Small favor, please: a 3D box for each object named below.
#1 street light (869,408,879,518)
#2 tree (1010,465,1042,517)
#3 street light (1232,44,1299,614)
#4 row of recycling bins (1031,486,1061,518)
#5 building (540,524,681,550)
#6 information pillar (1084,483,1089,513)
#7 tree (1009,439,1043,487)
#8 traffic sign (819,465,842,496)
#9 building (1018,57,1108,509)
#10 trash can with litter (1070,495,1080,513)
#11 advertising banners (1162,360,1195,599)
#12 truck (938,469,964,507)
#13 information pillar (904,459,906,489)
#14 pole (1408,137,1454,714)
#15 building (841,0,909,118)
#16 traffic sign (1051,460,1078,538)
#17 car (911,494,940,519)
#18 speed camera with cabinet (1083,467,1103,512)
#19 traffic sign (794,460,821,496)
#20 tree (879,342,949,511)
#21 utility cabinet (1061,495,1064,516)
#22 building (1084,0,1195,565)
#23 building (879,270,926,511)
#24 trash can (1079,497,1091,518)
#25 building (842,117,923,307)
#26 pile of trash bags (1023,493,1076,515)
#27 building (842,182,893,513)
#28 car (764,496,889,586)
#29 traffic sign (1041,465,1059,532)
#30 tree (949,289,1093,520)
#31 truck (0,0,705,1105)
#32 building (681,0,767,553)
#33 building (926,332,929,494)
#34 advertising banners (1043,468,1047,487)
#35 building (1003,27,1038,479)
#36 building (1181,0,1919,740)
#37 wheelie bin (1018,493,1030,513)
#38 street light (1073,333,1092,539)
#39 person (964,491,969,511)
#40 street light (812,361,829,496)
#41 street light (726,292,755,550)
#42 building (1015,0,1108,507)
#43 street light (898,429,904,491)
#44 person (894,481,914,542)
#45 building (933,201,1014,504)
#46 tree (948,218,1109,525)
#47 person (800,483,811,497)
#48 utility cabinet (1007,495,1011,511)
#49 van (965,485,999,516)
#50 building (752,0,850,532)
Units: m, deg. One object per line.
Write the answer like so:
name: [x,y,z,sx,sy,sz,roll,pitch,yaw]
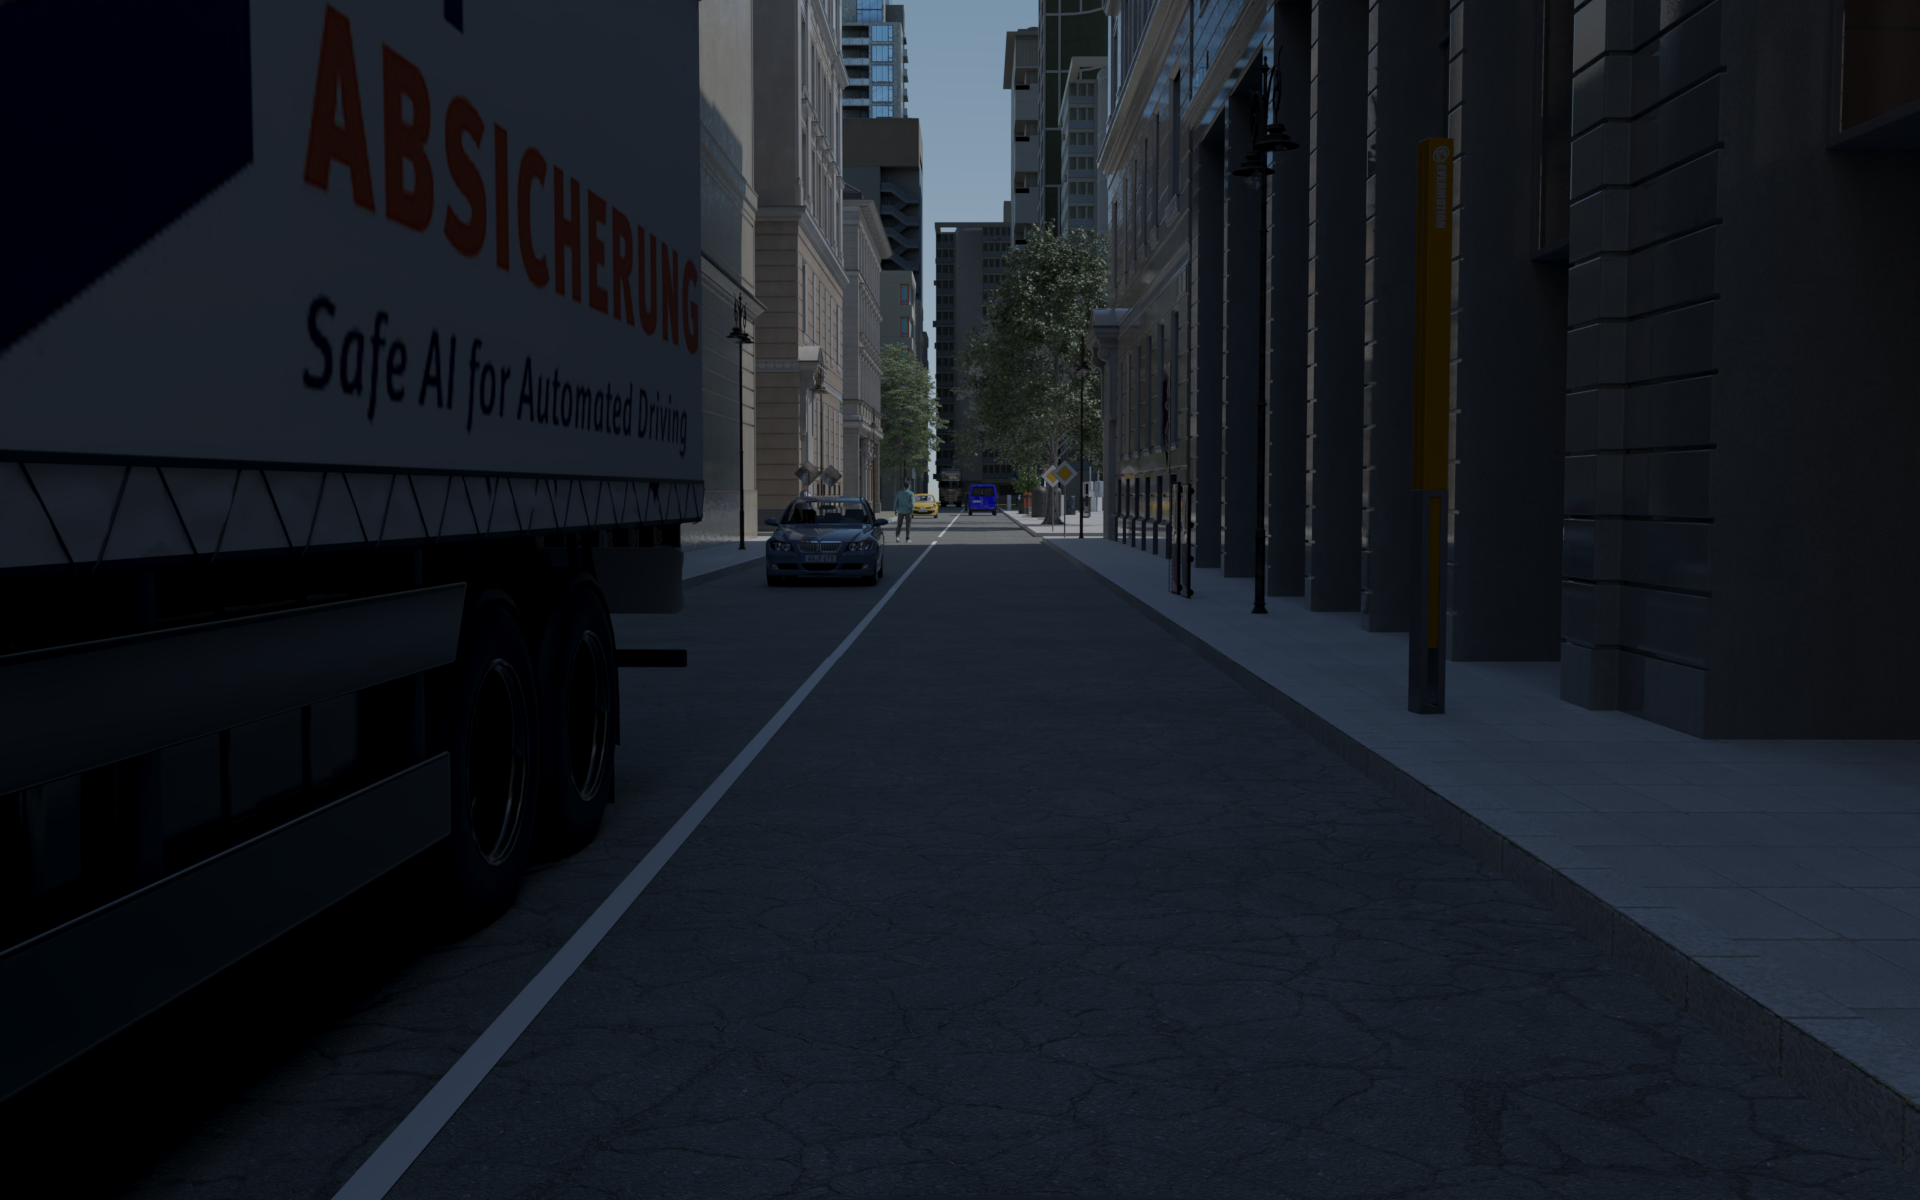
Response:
street light: [-4.545,-7.262,91.529,0.468,5.910,1.993,0,4,1]
tree: [3.963,-7.081,110.379,1.663,3.219,1.824,0,3,0]
street light: [3.222,-2.792,18.443,0.468,5.910,1.993,0,4,1]
row of recycling bins: [4.714,-5.385,95.153,1.069,1.692,3.534,1,4,20]
building: [-11.420,-11.866,23.686,12.332,23.373,15.834,0,4,1]
information pillar: [8.468,-6.813,115.881,0.304,2.012,0.304,0,4,-6]
tree: [5.038,-11.285,134.865,4.360,8.622,3.978,0,3,0]
traffic sign: [-4.394,-3.380,58.906,0.795,2.450,0.064,0,4,1]
building: [21.276,-27.931,148.549,32.217,40.220,23.993,0,4,1]
trash can with litter: [8.102,-6.707,120.721,1.678,1.210,2.233,2,4,30]
advertising banners: [2.768,-1.585,22.099,0.090,3.025,2.074,0,4,-2]
truck: [-0.992,-12.521,193.634,2.839,4.237,11.283,0,3,0]
information pillar: [-3.691,-7.660,116.590,0.183,3.616,0.504,0,4,6]
pole: [2.738,-0.992,10.067,0.158,3.312,0.155,0,3,0]
building: [-19.823,-55.940,227.282,31.000,86.520,22.319,0,4,1]
traffic sign: [3.071,-2.886,50.826,0.795,2.450,0.064,0,4,1]
car: [-2.166,-5.648,102.575,2.015,1.641,3.980,0,4,0]
speed camera with cabinet: [9.648,-8.069,126.263,0.660,3.252,2.038,2,4,33]
traffic sign: [-4.473,-2.892,50.921,0.795,2.450,0.064,0,4,1]
tree: [-4.540,-12.953,129.911,7.486,12.596,7.792,0,3,0]
utility cabinet: [5.713,-5.581,102.404,0.306,1.237,1.020,3,5,43]
building: [10.337,-15.554,40.213,13.634,28.700,20.117,0,4,1]
building: [-17.392,-18.577,148.765,27.650,21.520,28.899,0,4,1]
trash can: [6.697,-4.956,92.684,0.748,1.137,0.748,0,3,0]
building: [-11.623,-33.782,202.442,14.200,45.320,14.600,0,4,1]
pile of trash bags: [5.527,-5.923,106.596,3.447,1.369,1.912,1,4,19]
building: [-10.053,-15.135,98.368,10.553,20.767,40.483,0,4,1]
car: [-2.173,-1.018,28.640,2.014,1.417,4.499,0,4,-1]
traffic sign: [3.150,-3.374,58.811,0.795,2.450,0.064,0,4,1]
tree: [4.356,-10.821,87.286,12.009,13.543,11.850,0,3,0]
truck: [-2.756,-0.903,3.675,2.839,4.237,11.283,0,4,2]
building: [-20.183,-12.794,42.469,30.059,22.955,16.112,0,4,1]
building: [-17.428,-20.401,178.599,27.650,21.520,28.899,0,4,1]
advertising banners: [6.080,-7.360,116.522,0.090,3.025,2.074,2,4,30]
building: [19.357,-37.047,194.953,28.713,52.752,27.495,0,4,1]
building: [9.332,-14.543,15.276,11.434,29.767,29.804,0,4,1]
wheelie bin: [4.250,-6.439,113.183,0.980,1.594,0.693,-3,5,-44]
street light: [3.506,-4.715,49.879,0.468,5.910,1.993,0,4,1]
person: [0.648,-8.648,150.693,0.445,1.727,0.742,-3,5,-44]
street light: [-4.810,-5.340,60.092,0.468,5.910,1.993,0,4,1]
street light: [-5.035,-4.102,39.853,0.468,5.910,1.993,0,4,1]
building: [16.018,-44.781,170.414,20.563,71.187,20.611,0,4,1]
street light: [-4.222,-9.200,123.199,0.468,5.910,1.993,0,4,1]
person: [-1.675,-2.616,51.291,0.660,1.820,0.620,1,4,17]
building: [8.450,-33.045,232.166,23.993,40.220,32.217,0,4,1]
tree: [3.992,-9.484,72.065,9.611,12.733,9.660,0,3,0]
person: [-5.024,-2.918,56.236,0.581,1.822,0.654,-2,4,-28]
utility cabinet: [3.773,-7.471,133.317,0.306,1.237,1.020,0,4,-1]
van: [1.494,-6.815,115.814,2.240,2.365,5.245,0,3,0]
building: [-11.518,-17.247,67.895,13.634,28.700,20.117,0,4,1]
